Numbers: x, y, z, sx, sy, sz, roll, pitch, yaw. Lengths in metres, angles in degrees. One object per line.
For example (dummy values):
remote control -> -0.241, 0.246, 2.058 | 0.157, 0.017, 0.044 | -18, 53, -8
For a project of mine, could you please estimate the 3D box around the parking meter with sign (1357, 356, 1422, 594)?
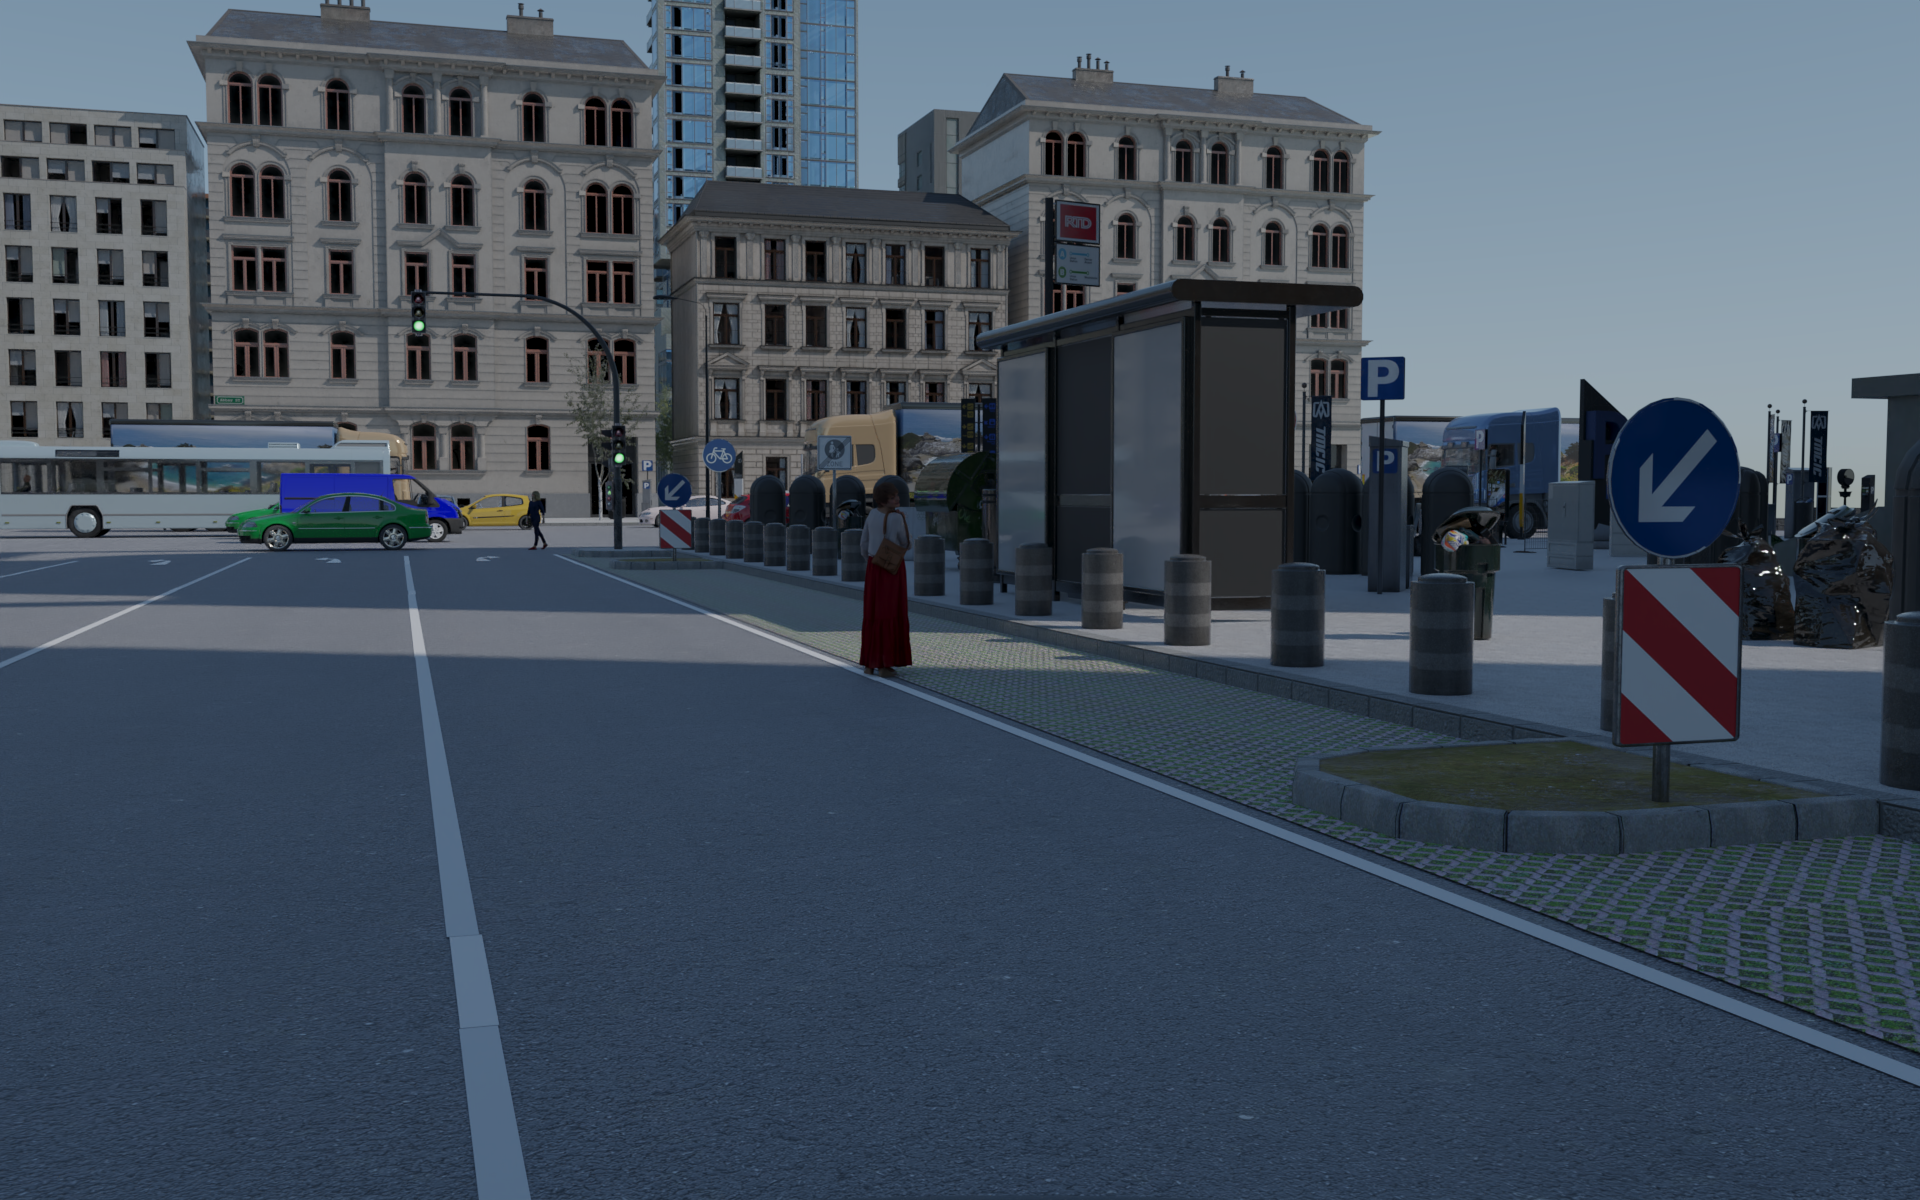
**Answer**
parking meter with sign -> 5.680, -1.626, 22.851 | 0.543, 3.016, 1.738 | 1, 4, 22

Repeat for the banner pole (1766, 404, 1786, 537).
banner pole -> 22.390, -3.539, 47.881 | 0.401, 3.779, 0.863 | 1, 4, 12

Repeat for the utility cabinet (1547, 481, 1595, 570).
utility cabinet -> 10.373, -1.271, 29.463 | 0.318, 1.500, 1.173 | 0, 4, -5

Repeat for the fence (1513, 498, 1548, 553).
fence -> 13.162, -1.663, 38.389 | 2.264, 1.192, 0.480 | -3, 4, -37

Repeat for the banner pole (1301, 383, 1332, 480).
banner pole -> 7.938, -2.989, 38.881 | 0.863, 3.779, 0.401 | 2, 4, 25

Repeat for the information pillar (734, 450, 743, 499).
information pillar -> -11.881, -6.224, 93.117 | 0.504, 3.616, 0.183 | 1, 4, 14

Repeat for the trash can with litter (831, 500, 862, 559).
trash can with litter -> -2.409, -1.391, 34.131 | 0.624, 1.170, 1.055 | -3, 5, -43

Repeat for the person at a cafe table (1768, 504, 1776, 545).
person at a cafe table -> 16.948, -1.649, 37.830 | 1.698, 1.238, 1.726 | -1, 4, -23

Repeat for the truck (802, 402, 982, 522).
truck -> 0.053, -4.008, 54.451 | 11.283, 4.237, 2.839 | -1, 4, -16

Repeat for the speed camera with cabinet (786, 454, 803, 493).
speed camera with cabinet -> -8.467, -5.589, 85.710 | 2.038, 3.252, 0.660 | -1, 4, -16

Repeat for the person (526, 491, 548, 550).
person -> -10.887, -2.053, 44.616 | 0.480, 1.512, 0.613 | 1, 4, 13

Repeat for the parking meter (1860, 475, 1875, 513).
parking meter -> 27.175, -2.823, 51.868 | 0.399, 1.863, 0.255 | -3, 4, -36

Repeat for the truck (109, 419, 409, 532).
truck -> -26.550, -4.787, 67.180 | 11.283, 4.237, 2.839 | -1, 4, -16

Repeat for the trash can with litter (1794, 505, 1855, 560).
trash can with litter -> 8.433, -0.365, 17.361 | 1.055, 1.170, 0.624 | 1, 4, 15

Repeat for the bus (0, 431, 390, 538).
bus -> -26.072, -3.867, 58.087 | 13.247, 3.499, 2.948 | -1, 4, -19

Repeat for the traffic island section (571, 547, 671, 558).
traffic island section -> -7.936, -1.101, 40.286 | 2.009, 0.180, 2.903 | -1, 4, -18

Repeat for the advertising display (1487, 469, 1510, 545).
advertising display -> 13.719, -2.383, 44.171 | 0.123, 1.923, 0.974 | -1, 4, -11

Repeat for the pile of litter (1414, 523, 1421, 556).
pile of litter -> 9.025, -1.335, 35.797 | 1.719, 0.858, 1.176 | 0, 4, 3

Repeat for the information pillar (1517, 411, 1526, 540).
information pillar -> 15.790, -3.503, 48.624 | 0.183, 3.616, 0.504 | 1, 4, 23

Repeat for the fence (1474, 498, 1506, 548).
fence -> 12.449, -1.911, 42.442 | 0.480, 1.192, 2.264 | -1, 4, -22

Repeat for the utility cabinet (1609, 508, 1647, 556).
utility cabinet -> 13.956, -1.639, 35.485 | 1.173, 1.500, 0.318 | 1, 4, 12

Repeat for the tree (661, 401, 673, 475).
tree -> -20.142, -10.336, 119.351 | 4.360, 8.622, 3.978 | 0, 3, 0

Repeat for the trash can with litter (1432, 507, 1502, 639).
trash can with litter -> 4.381, -0.254, 15.543 | 0.624, 1.170, 1.055 | -1, 4, -14

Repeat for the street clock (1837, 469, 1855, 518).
street clock -> 25.198, -2.737, 49.317 | 0.471, 2.002, 0.358 | -2, 4, -28

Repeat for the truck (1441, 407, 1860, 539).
truck -> 23.735, -4.061, 56.156 | 18.799, 4.110, 2.967 | -1, 4, -16

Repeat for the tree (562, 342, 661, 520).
tree -> -17.323, -8.158, 83.741 | 4.360, 8.622, 3.978 | 0, 3, 0

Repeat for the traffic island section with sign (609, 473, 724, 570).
traffic island section with sign -> -5.732, -1.520, 33.474 | 1.989, 1.847, 2.006 | -1, 4, -18

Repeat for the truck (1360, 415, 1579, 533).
truck -> 20.466, -4.612, 64.328 | 11.283, 4.237, 2.839 | -1, 4, -16

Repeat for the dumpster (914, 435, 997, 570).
dumpster -> 0.208, -1.639, 29.293 | 1.502, 2.255, 1.985 | -1, 4, -18

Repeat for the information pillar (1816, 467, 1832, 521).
information pillar -> 23.614, -2.621, 47.352 | 0.304, 2.012, 0.304 | 3, 5, 43

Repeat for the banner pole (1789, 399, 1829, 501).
banner pole -> 22.460, -3.405, 45.682 | 0.863, 3.779, 0.401 | 0, 4, 2

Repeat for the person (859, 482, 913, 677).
person -> -0.596, -0.162, 13.612 | 0.387, 1.526, 0.523 | -3, 5, -42

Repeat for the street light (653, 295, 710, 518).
street light -> -6.474, -4.165, 40.636 | 1.470, 5.913, 1.316 | -1, 4, -18

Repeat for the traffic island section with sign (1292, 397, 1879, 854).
traffic island section with sign -> 2.607, 0.048, 7.836 | 1.989, 1.847, 2.006 | -1, 4, -18

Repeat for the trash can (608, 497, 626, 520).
trash can -> -17.986, -4.886, 91.544 | 0.748, 1.137, 0.748 | 0, 3, 0

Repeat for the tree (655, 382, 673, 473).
tree -> -18.722, -9.982, 113.563 | 4.737, 8.622, 4.395 | 0, 3, 0

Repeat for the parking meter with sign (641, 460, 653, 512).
parking meter with sign -> -16.052, -5.652, 88.678 | 0.543, 3.016, 1.738 | 0, 4, -6

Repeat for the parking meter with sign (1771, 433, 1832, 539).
parking meter with sign -> 24.156, -3.271, 49.745 | 1.738, 3.016, 0.543 | 0, 4, -7

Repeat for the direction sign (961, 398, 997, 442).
direction sign -> 0.446, -2.997, 40.998 | 0.876, 3.537, 0.379 | 1, 4, 17

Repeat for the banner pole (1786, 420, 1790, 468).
banner pole -> 24.365, -3.753, 51.376 | 0.863, 3.779, 0.401 | -2, 4, -28

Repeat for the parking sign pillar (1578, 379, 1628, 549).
parking sign pillar -> 15.183, -3.196, 40.722 | 1.447, 3.967, 1.447 | -2, 4, -24

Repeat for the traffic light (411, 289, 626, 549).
traffic light -> -9.940, -3.958, 39.378 | 4.771, 5.953, 1.251 | -1, 4, -18

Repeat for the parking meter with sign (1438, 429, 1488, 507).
parking meter with sign -> 13.207, -3.071, 46.466 | 1.738, 3.016, 0.543 | -1, 4, -12

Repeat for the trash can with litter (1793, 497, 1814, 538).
trash can with litter -> 20.632, -1.863, 41.515 | 2.233, 1.210, 1.678 | -1, 4, -14
